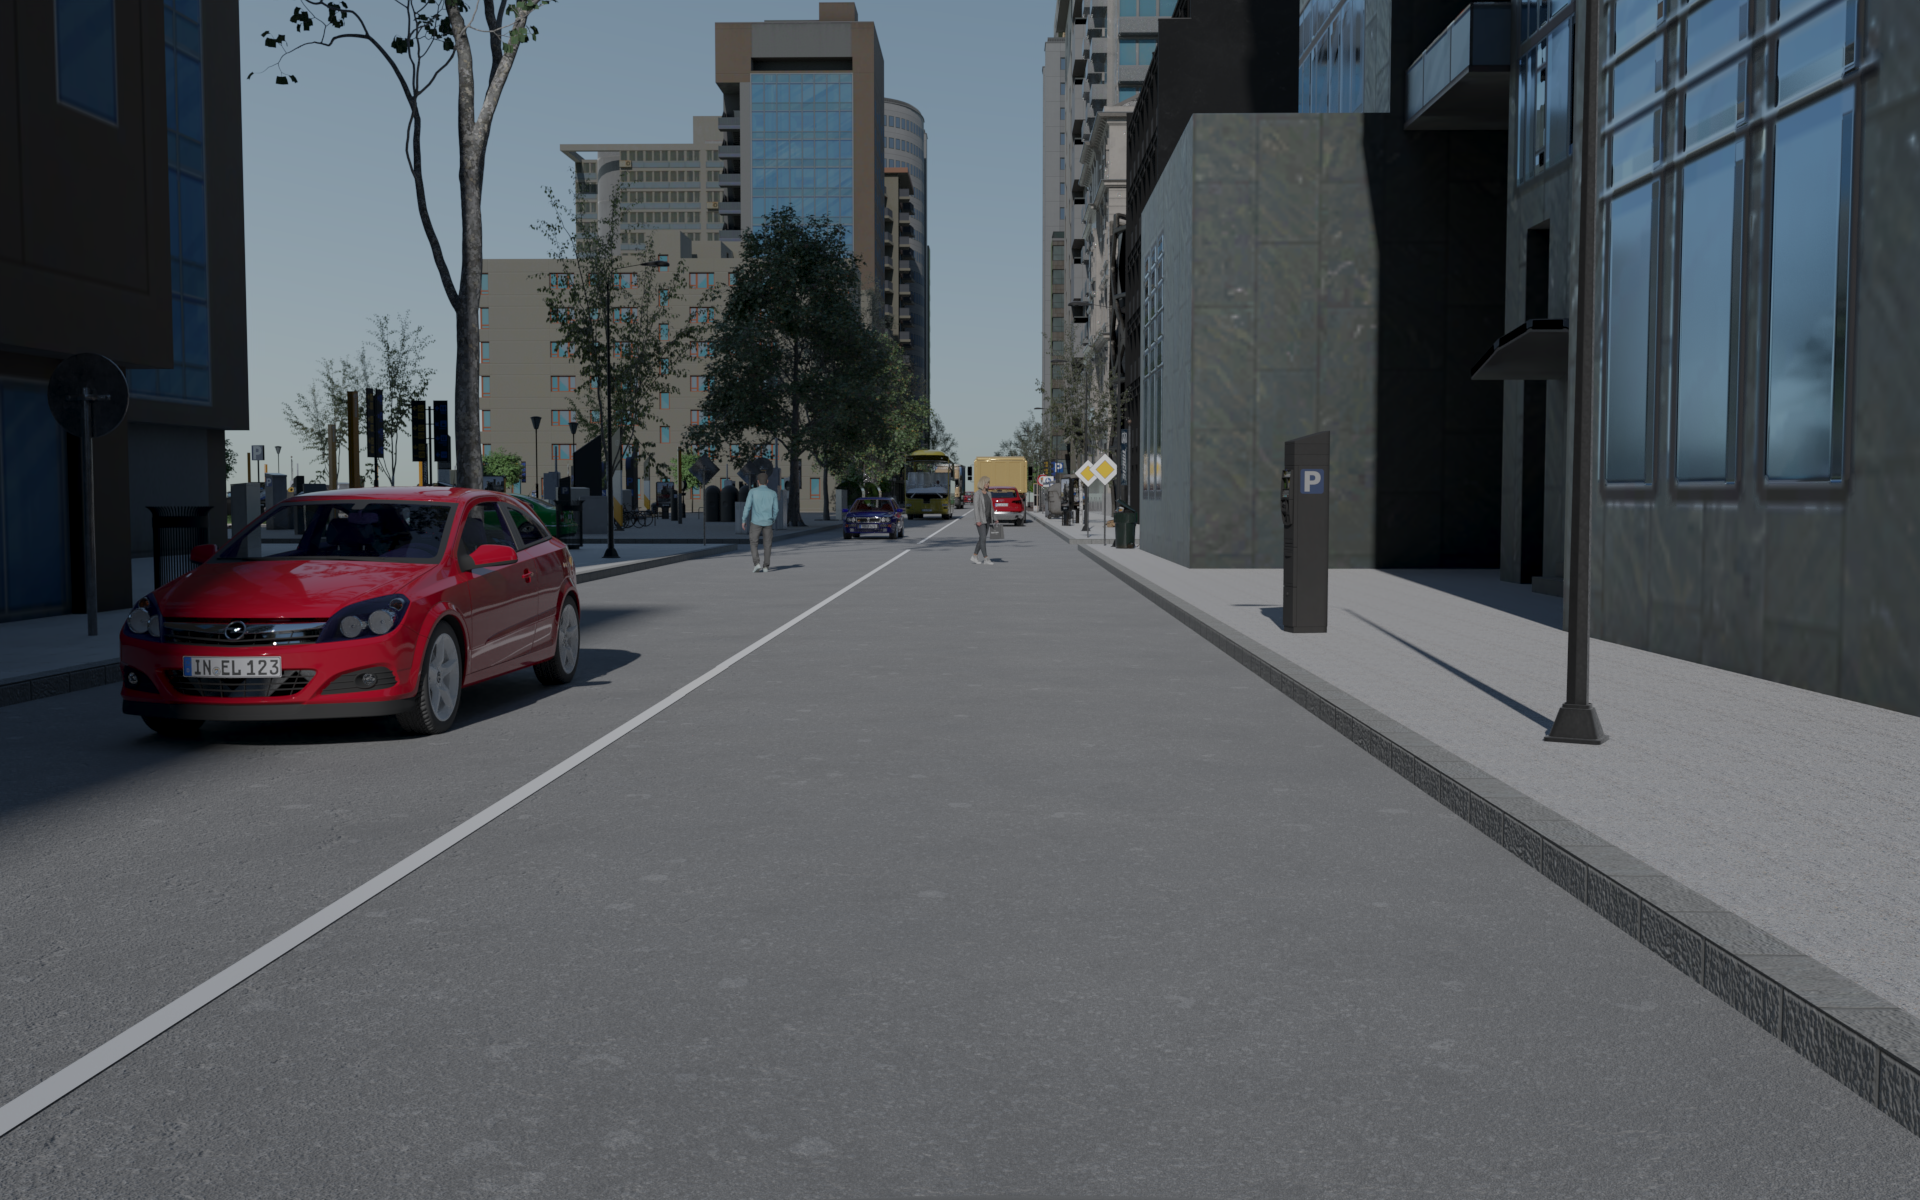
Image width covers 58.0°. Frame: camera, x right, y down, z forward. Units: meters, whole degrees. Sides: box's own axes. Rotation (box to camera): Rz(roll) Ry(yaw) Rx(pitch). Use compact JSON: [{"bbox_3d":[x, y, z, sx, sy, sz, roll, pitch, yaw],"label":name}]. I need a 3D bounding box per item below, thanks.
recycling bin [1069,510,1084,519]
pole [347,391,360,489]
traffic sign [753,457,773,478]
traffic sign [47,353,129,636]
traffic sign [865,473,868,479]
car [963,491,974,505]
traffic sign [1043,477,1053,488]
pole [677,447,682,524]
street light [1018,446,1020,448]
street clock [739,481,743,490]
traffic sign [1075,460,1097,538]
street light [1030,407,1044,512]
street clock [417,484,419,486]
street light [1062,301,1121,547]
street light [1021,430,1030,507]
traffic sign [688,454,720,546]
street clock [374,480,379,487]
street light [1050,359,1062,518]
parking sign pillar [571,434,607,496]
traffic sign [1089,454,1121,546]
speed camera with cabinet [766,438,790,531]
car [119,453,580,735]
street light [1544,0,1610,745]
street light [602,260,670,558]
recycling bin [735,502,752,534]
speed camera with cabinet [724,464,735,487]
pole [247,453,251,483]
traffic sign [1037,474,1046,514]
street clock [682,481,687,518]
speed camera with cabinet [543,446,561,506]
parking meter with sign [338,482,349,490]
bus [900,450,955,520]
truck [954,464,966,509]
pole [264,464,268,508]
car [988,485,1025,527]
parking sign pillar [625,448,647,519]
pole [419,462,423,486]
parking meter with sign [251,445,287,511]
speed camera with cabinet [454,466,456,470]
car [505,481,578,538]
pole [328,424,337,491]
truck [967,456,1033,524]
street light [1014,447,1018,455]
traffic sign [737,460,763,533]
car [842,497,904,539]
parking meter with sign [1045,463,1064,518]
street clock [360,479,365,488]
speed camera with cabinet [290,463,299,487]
[{"bbox_3d":[6.139,-4.748,90.180,0.722,1.027,0.722,-3,4,-37],"label":"recycling bin"},{"bbox_3d":[-12.027,-2.480,34.392,0.158,3.312,0.155,0,3,0],"label":"pole"},{"bbox_3d":[-6.826,-3.653,59.830,0.768,2.556,0.104,0,4,2],"label":"traffic sign"},{"bbox_3d":[-7.866,-0.950,15.633,0.768,2.556,0.104,0,4,5],"label":"traffic sign"},{"bbox_3d":[-5.729,-6.456,105.555,0.884,2.594,0.081,0,4,5],"label":"traffic sign"},{"bbox_3d":[1.369,-13.620,231.361,2.281,1.827,5.304,0,4,0],"label":"car"},{"bbox_3d":[5.112,-6.008,100.365,0.606,2.300,0.079,0,4,7],"label":"traffic sign"},{"bbox_3d":[-12.049,-4.930,74.451,0.158,3.312,0.155,0,3,0],"label":"pole"},{"bbox_3d":[5.474,-9.976,135.644,1.470,5.913,1.316,0,4,1],"label":"street light"},{"bbox_3d":[-12.369,-5.705,97.847,0.358,2.002,0.471,-1,4,-9],"label":"street clock"},{"bbox_3d":[3.756,-2.886,50.831,0.795,2.450,0.064,0,4,1],"label":"traffic sign"},{"bbox_3d":[4.650,-7.358,92.837,1.470,5.913,1.316,0,4,1],"label":"street light"},{"bbox_3d":[-36.981,-6.982,118.726,0.471,2.002,0.358,1,4,20],"label":"street clock"},{"bbox_3d":[3.293,-4.239,41.844,1.470,5.913,1.316,0,4,1],"label":"street light"},{"bbox_3d":[5.327,-9.381,125.924,1.470,5.913,1.316,0,4,1],"label":"street light"},{"bbox_3d":[-6.359,-2.412,43.083,0.795,2.450,0.064,0,4,1],"label":"traffic sign"},{"bbox_3d":[-29.536,-5.083,87.673,0.358,2.002,0.471,-1,4,-15],"label":"street clock"},{"bbox_3d":[3.810,-5.332,59.719,1.470,5.913,1.316,0,4,1],"label":"street light"},{"bbox_3d":[-16.706,-5.444,77.475,1.447,3.967,1.447,-2,4,-30],"label":"parking sign pillar"},{"bbox_3d":[3.582,-2.398,42.847,0.795,2.450,0.064,0,4,1],"label":"traffic sign"},{"bbox_3d":[-6.605,-4.118,61.661,0.660,3.252,2.038,0,4,3],"label":"speed camera with cabinet"},{"bbox_3d":[-3.902,-0.162,11.690,2.155,1.783,4.494,0,4,3],"label":"car"},{"bbox_3d":[2.673,-2.222,8.866,1.470,5.913,1.316,0,4,1],"label":"street light"},{"bbox_3d":[-6.469,-3.796,34.600,1.470,5.913,1.316,0,4,1],"label":"street light"},{"bbox_3d":[-6.705,-2.621,55.401,0.722,1.027,0.722,-3,5,-41],"label":"recycling bin"},{"bbox_3d":[-15.280,-7.254,112.946,0.660,3.252,2.038,1,4,16],"label":"speed camera with cabinet"},{"bbox_3d":[-34.882,-5.577,85.027,0.158,3.312,0.155,0,3,0],"label":"pole"},{"bbox_3d":[5.357,-6.836,111.879,0.768,2.556,0.104,0,4,8],"label":"traffic sign"},{"bbox_3d":[-14.850,-5.406,92.954,0.358,2.002,0.471,-3,5,-42],"label":"street clock"},{"bbox_3d":[-16.848,-4.763,72.218,0.660,3.252,2.038,0,4,1],"label":"speed camera with cabinet"},{"bbox_3d":[-40.358,-7.168,113.453,1.738,3.016,0.543,-3,5,-40],"label":"parking meter with sign"},{"bbox_3d":[-1.694,-6.630,99.944,2.896,3.916,12.252,0,4,1],"label":"bus"},{"bbox_3d":[-0.973,-10.823,165.865,2.839,4.237,11.283,0,4,3],"label":"truck"},{"bbox_3d":[-47.343,-7.607,118.214,0.158,3.312,0.155,0,3,0],"label":"pole"},{"bbox_3d":[1.784,-4.221,77.683,2.281,1.827,5.304,0,4,0],"label":"car"},{"bbox_3d":[-16.968,-6.184,89.576,1.447,3.967,1.447,0,4,-1],"label":"parking sign pillar"},{"bbox_3d":[-26.099,-5.506,83.861,0.158,3.312,0.155,0,3,0],"label":"pole"},{"bbox_3d":[-24.607,-4.044,62.388,0.543,3.016,1.738,2,4,25],"label":"parking meter with sign"},{"bbox_3d":[-35.690,-7.813,122.071,0.660,3.252,2.038,-1,4,-9],"label":"speed camera with cabinet"},{"bbox_3d":[-12.895,-2.361,47.391,4.718,1.807,1.959,0,4,1],"label":"car"},{"bbox_3d":[-18.315,-3.469,50.569,0.158,3.312,0.155,0,3,0],"label":"pole"},{"bbox_3d":[2.040,-5.621,87.834,3.469,3.379,9.791,0,4,1],"label":"truck"},{"bbox_3d":[6.203,-11.998,168.715,1.470,5.913,1.316,0,4,1],"label":"street light"},{"bbox_3d":[-6.186,-2.901,51.067,0.795,2.450,0.064,0,4,1],"label":"traffic sign"},{"bbox_3d":[-2.776,-2.654,55.965,1.945,1.354,3.894,0,4,3],"label":"car"},{"bbox_3d":[5.158,-6.058,95.316,0.543,3.016,1.738,1,4,22],"label":"parking meter with sign"},{"bbox_3d":[-27.442,-4.578,79.415,0.358,2.002,0.471,-1,4,-9],"label":"street clock"},{"bbox_3d":[-43.321,-7.158,111.368,2.038,3.252,0.660,0,4,3],"label":"speed camera with cabinet"}]
